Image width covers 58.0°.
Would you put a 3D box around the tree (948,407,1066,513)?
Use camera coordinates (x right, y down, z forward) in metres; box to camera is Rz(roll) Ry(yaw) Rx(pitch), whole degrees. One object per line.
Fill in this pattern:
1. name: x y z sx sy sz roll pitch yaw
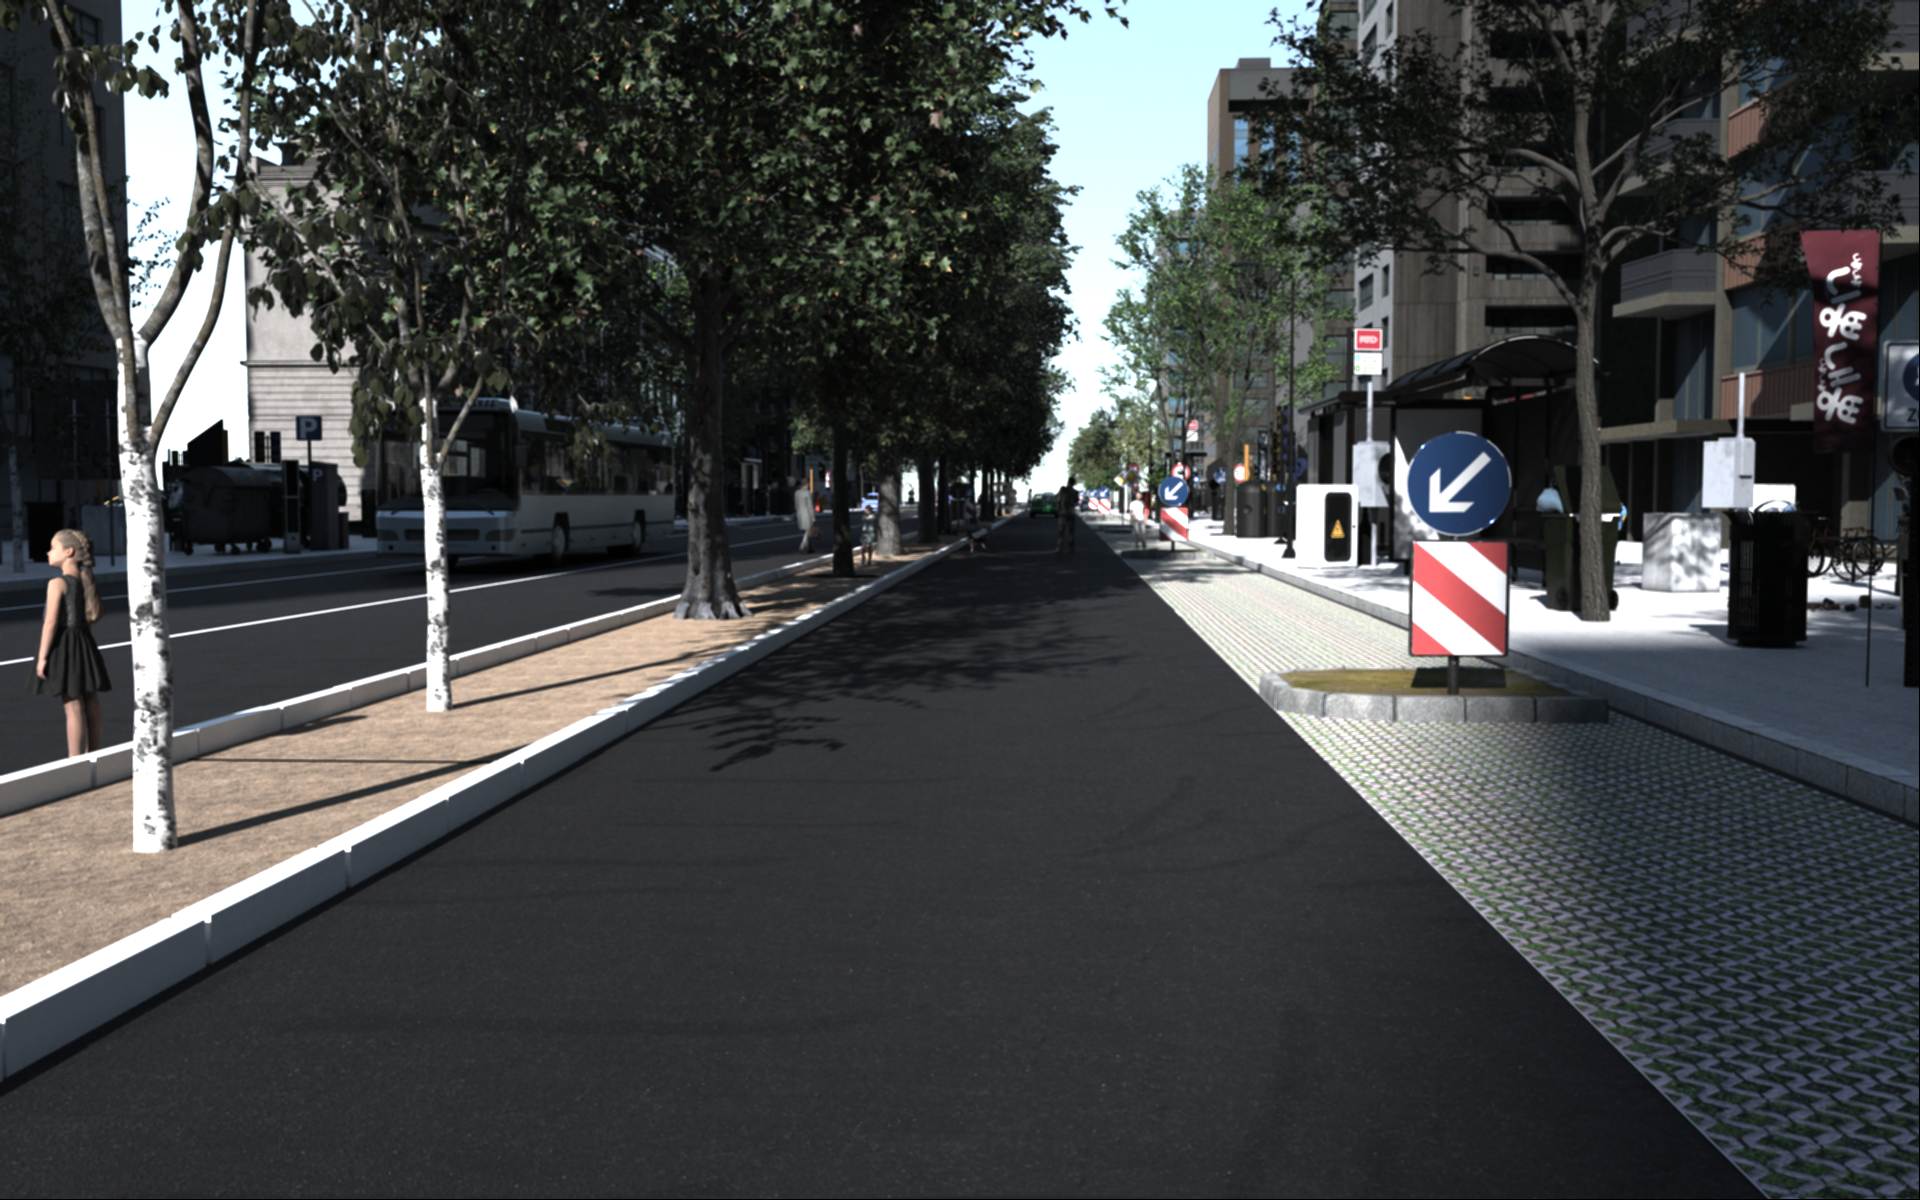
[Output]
1. tree: 3.793 -11.882 131.137 8.767 10.594 7.601 0 4 3

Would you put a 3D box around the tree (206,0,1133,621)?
1. tree: -2.904 -6.121 19.537 9.611 12.733 9.660 0 3 0

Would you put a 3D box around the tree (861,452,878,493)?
1. tree: -8.166 -13.071 164.071 4.737 8.622 4.395 0 3 0

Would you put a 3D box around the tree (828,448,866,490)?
1. tree: -9.342 -11.677 141.284 4.360 8.622 3.978 0 3 0

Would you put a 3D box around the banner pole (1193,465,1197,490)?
1. banner pole: 17.742 -8.658 131.567 0.401 3.779 0.863 -2 4 -33

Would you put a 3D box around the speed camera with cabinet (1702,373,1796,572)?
1. speed camera with cabinet: 13.188 -2.115 28.920 2.038 3.252 0.660 -3 4 -37

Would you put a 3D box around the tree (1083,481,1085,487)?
1. tree: 20.408 -16.941 260.697 4.285 4.588 4.351 0 3 0

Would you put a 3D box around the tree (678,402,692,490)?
1. tree: -19.009 -10.058 114.818 4.737 8.622 4.395 0 3 0

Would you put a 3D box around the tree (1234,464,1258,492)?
1. tree: 16.110 -6.366 98.677 1.663 3.219 1.824 0 3 0

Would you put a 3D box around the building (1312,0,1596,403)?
1. building: 27.637 -20.207 102.078 14.160 30.474 14.107 0 4 3

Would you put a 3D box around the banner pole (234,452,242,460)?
1. banner pole: -42.670 -6.876 102.446 0.863 3.779 0.401 2 4 33

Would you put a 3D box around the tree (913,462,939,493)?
1. tree: -3.196 -19.112 246.891 8.767 10.594 7.601 -3 5 -41

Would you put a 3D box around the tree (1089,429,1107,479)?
1. tree: 13.515 -11.279 134.766 4.737 8.622 4.395 0 3 0

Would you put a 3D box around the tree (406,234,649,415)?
1. tree: -13.974 -7.413 55.618 8.767 10.594 7.601 0 4 -1

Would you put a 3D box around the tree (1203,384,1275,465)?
1. tree: 18.436 -10.173 116.685 4.360 8.622 3.978 0 3 0

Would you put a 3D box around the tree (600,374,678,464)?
1. tree: -18.482 -8.953 96.744 4.737 8.622 4.395 0 3 0

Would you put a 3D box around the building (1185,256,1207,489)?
1. building: 46.757 -34.859 261.828 32.217 40.220 23.993 0 4 3

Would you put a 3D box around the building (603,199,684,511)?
1. building: -27.482 -19.812 121.190 12.463 27.353 25.104 0 4 3

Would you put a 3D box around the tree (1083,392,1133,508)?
1. tree: 14.714 -13.572 156.312 7.601 10.594 8.767 -1 4 -21

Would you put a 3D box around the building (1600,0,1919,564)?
1. building: 27.099 -23.336 36.172 22.147 44.769 28.867 0 4 3

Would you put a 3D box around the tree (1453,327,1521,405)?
1. tree: 23.914 -7.753 77.131 4.360 8.622 3.978 0 3 0

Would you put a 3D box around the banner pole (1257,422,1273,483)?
1. banner pole: 10.600 -4.280 59.994 0.863 3.779 0.401 -2 4 -34

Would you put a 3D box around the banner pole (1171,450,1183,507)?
1. banner pole: 10.716 -5.854 85.732 0.863 3.779 0.401 2 4 24

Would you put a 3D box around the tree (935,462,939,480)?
1. tree: -3.907 -17.454 235.732 4.360 8.622 3.978 0 3 0

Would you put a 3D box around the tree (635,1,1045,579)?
1. tree: -2.094 -6.188 29.391 9.928 11.665 9.643 0 3 0

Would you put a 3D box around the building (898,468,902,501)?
1. building: -17.646 -32.292 299.670 14.160 30.474 14.107 0 4 3

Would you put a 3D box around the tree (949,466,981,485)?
1. tree: 0.073 -23.464 301.762 7.486 12.596 7.792 0 3 0

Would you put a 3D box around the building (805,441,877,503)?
1. building: -27.034 -40.812 256.522 28.713 52.752 27.495 0 4 3

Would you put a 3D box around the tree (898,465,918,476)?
1. tree: -4.855 -18.919 219.695 12.009 13.543 11.850 0 3 0

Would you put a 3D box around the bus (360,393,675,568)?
1. bus: -8.786 -2.538 36.350 2.948 3.499 13.247 0 4 4

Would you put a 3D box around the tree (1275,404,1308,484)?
1. tree: 26.721 -11.739 142.288 4.360 8.622 3.978 0 3 0

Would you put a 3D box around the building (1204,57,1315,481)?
1. building: 32.955 -32.356 179.125 14.600 45.320 14.200 0 4 3

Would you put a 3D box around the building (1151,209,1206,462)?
1. building: 43.479 -40.939 288.956 23.786 49.044 30.456 0 4 3

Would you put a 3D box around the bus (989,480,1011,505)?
1. bus: 5.149 -13.553 216.451 2.948 3.499 13.247 0 4 2

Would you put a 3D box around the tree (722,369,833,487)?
1. tree: -11.329 -10.799 110.975 7.601 10.594 8.767 2 4 34

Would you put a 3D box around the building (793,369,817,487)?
1. building: -27.986 -32.853 191.768 22.147 44.769 28.867 0 4 3

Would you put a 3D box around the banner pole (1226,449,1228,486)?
1. banner pole: 14.934 -6.507 96.400 0.401 3.779 0.863 2 4 29

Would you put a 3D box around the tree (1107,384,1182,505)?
1. tree: 11.850 -9.727 109.399 4.737 8.622 4.395 0 3 0

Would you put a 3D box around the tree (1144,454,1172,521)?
1. tree: 9.660 -5.480 84.197 1.663 3.219 1.824 0 3 0

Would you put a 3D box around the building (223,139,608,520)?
1. building: -28.661 -15.566 96.298 13.314 21.916 24.055 0 4 3

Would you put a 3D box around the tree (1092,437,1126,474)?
1. tree: 17.589 -15.663 206.453 4.360 8.622 3.978 0 3 0

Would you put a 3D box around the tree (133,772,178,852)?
1. tree: -3.227 -3.280 6.455 4.360 8.622 3.978 0 3 0

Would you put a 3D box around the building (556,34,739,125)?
1. building: -29.229 -31.083 162.830 22.147 44.769 28.867 0 4 3

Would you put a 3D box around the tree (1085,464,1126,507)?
1. tree: 15.861 -11.906 178.383 4.285 4.588 4.351 0 3 0

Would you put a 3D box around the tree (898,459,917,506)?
1. tree: -6.136 -14.491 187.284 4.360 8.622 3.978 0 3 0

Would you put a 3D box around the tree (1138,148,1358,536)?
1. tree: 8.304 -7.809 53.441 9.928 11.665 9.643 0 3 0

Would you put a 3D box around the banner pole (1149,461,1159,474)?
1. banner pole: 13.535 -7.971 120.337 0.863 3.779 0.401 0 4 3

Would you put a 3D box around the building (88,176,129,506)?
1. building: -54.505 -14.744 90.211 18.267 20.994 9.793 0 4 3

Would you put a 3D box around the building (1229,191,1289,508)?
1. building: 32.636 -24.082 165.447 14.160 30.474 14.107 0 4 3

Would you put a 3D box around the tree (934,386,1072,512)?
1. tree: 3.944 -13.970 141.239 12.009 13.543 11.850 0 3 0

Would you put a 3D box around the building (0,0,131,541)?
1. building: -31.948 -22.244 47.280 14.086 41.232 14.154 0 4 3

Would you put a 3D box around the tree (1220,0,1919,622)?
1. tree: 6.101 -5.070 17.303 7.601 10.594 8.767 1 4 13

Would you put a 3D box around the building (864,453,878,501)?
1. building: -22.622 -40.204 281.042 21.300 48.544 21.600 0 4 3

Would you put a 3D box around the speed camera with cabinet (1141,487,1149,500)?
1. speed camera with cabinet: 15.222 -8.955 140.749 0.660 3.252 2.038 -3 4 -38

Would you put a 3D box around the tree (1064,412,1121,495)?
1. tree: 19.062 -19.589 238.411 7.486 12.596 7.792 0 3 0

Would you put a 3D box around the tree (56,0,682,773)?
1. tree: -3.430 -3.554 10.925 4.360 8.622 3.978 0 3 0

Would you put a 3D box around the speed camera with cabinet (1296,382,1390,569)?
1. speed camera with cabinet: 6.775 -2.188 30.114 2.038 3.252 0.660 -2 4 -34

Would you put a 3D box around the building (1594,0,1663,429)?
1. building: 27.925 -19.274 86.830 14.107 30.474 14.160 0 4 3
